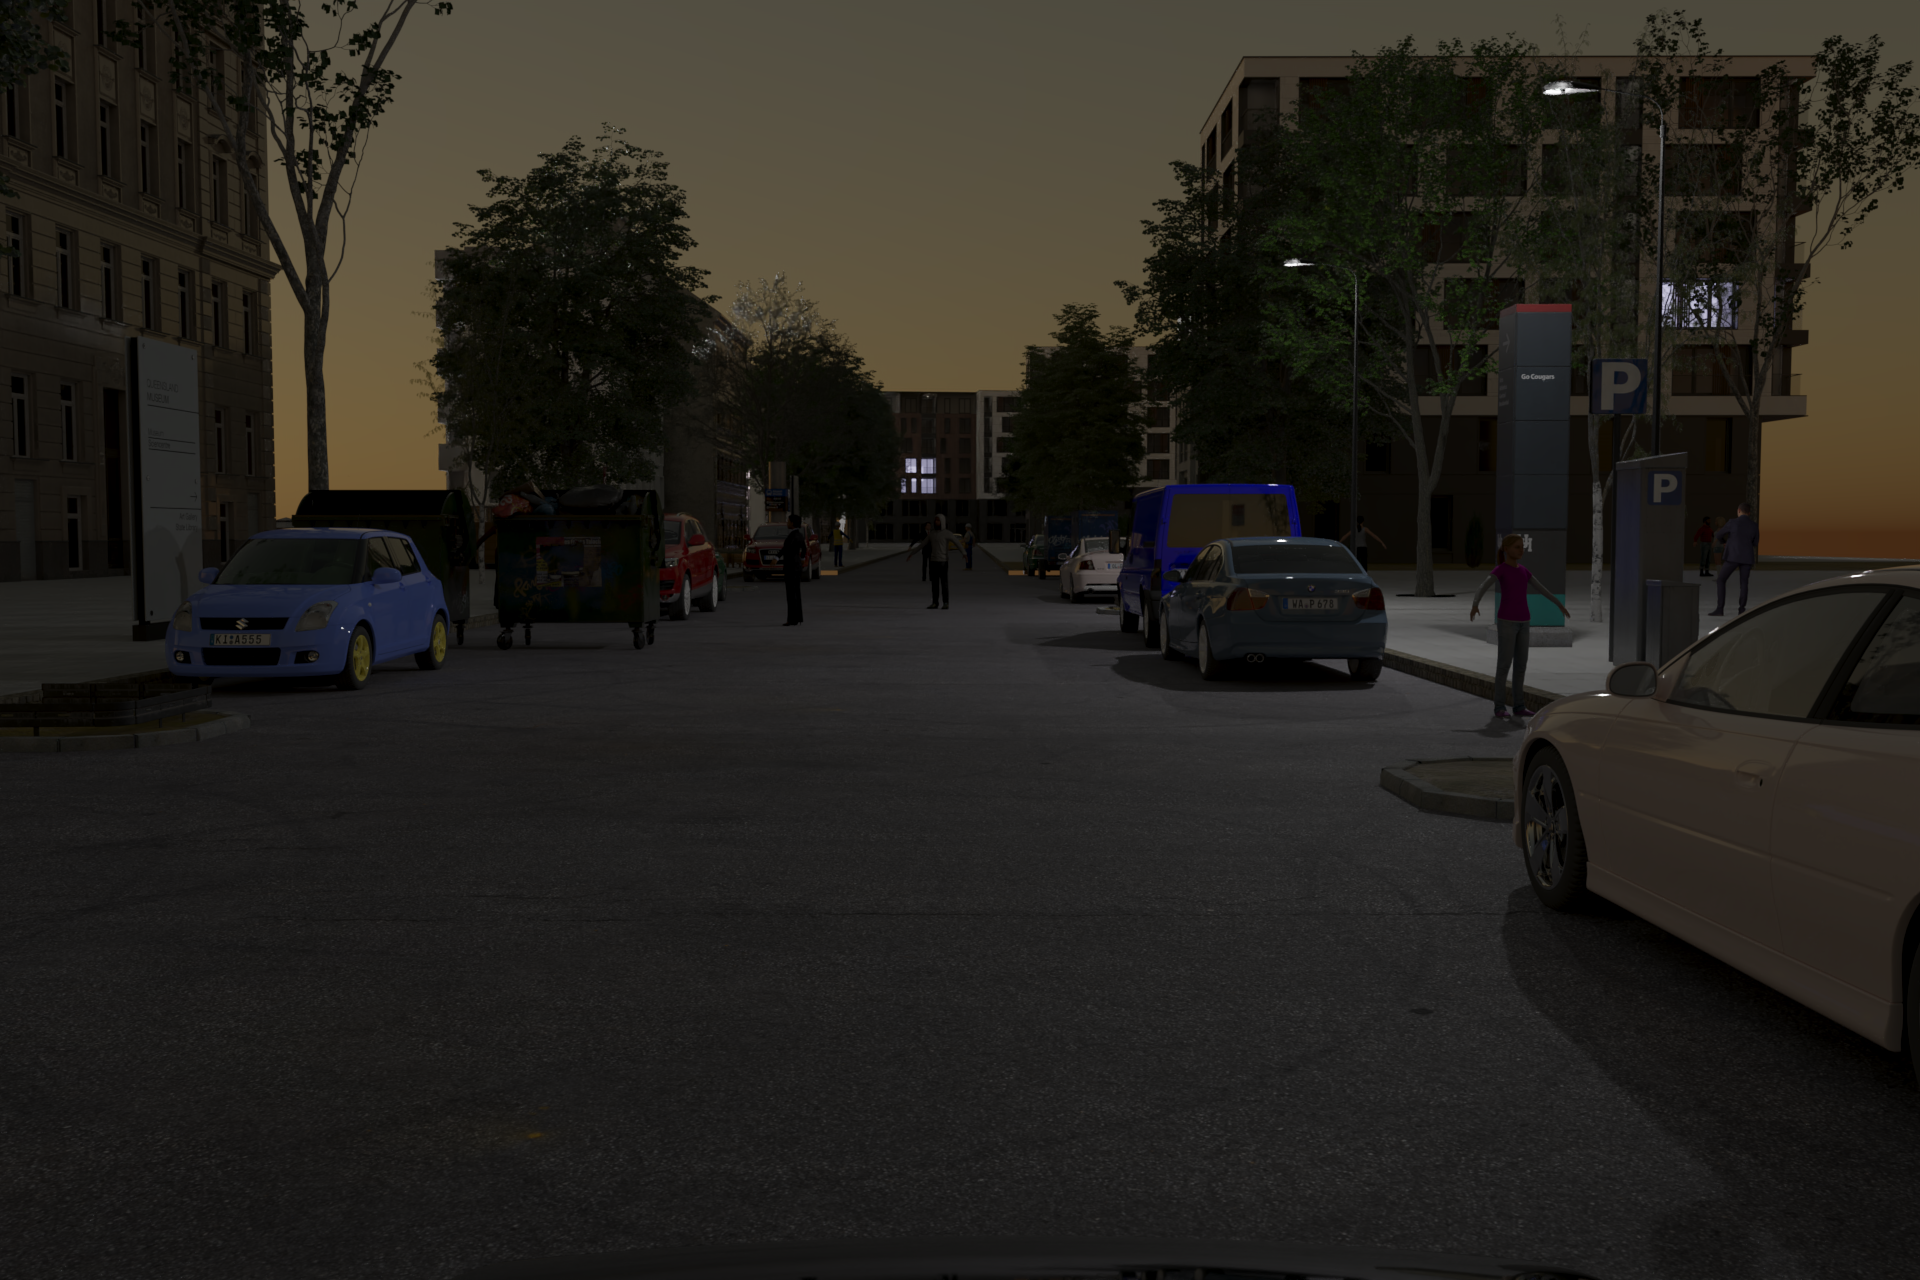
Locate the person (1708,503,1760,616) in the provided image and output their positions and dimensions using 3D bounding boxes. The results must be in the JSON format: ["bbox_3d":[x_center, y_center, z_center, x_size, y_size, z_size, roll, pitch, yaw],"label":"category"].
[{"bbox_3d":[12.082,-1.258,27.058,0.683,1.767,0.568,0,4,4],"label":"person"}]

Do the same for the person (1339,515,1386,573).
[{"bbox_3d":[9.823,-2.179,42.438,1.217,1.737,0.721,2,4,25],"label":"person"}]

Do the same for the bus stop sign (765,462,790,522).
[{"bbox_3d":[-6.649,-4.534,63.147,0.837,3.901,0.837,0,4,-1],"label":"bus stop sign"}]

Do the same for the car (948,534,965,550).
[{"bbox_3d":[-0.476,-7.766,137.196,2.015,1.641,3.980,0,4,-1],"label":"car"}]

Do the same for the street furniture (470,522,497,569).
[{"bbox_3d":[-16.132,-3.650,66.532,9.812,1.723,11.010,1,4,17],"label":"street furniture"}]

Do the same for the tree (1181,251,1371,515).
[{"bbox_3d":[12.334,-9.187,68.331,7.486,12.596,7.792,0,3,0],"label":"tree"}]

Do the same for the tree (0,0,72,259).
[{"bbox_3d":[-12.159,-6.567,14.033,9.857,13.997,8.962,0,3,0],"label":"tree"}]

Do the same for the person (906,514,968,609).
[{"bbox_3d":[-0.401,-1.493,32.995,1.348,1.813,0.705,2,4,30],"label":"person"}]

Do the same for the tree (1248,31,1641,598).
[{"bbox_3d":[9.626,-6.692,35.168,9.928,11.665,9.643,0,3,0],"label":"tree"}]

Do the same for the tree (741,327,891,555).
[{"bbox_3d":[-8.863,-12.162,105.510,9.857,13.997,8.962,0,3,0],"label":"tree"}]

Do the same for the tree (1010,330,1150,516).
[{"bbox_3d":[6.599,-10.853,95.566,7.486,12.596,7.792,0,3,0],"label":"tree"}]

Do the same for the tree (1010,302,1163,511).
[{"bbox_3d":[6.139,-10.243,85.597,7.486,12.596,7.792,0,3,0],"label":"tree"}]

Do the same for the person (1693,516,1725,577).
[{"bbox_3d":[22.507,-2.818,52.188,1.345,1.816,0.704,-2,4,-29],"label":"person"}]

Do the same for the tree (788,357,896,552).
[{"bbox_3d":[-9.292,-13.360,125.084,9.857,13.997,8.962,0,3,0],"label":"tree"}]

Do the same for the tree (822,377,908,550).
[{"bbox_3d":[-8.818,-14.323,140.839,9.857,13.997,8.962,0,3,0],"label":"tree"}]

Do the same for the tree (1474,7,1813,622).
[{"bbox_3d":[9.134,-4.576,25.174,4.360,8.622,3.978,0,3,0],"label":"tree"}]

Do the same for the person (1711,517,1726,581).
[{"bbox_3d":[20.490,-2.469,46.973,0.721,1.753,1.214,2,4,27],"label":"person"}]

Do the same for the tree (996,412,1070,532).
[{"bbox_3d":[6.836,-13.938,146.012,7.486,12.596,7.792,0,3,0],"label":"tree"}]

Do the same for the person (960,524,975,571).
[{"bbox_3d":[0.310,-3.663,68.203,0.705,1.847,1.347,2,4,28],"label":"person"}]

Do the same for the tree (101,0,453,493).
[{"bbox_3d":[-13.377,-10.731,31.342,12.611,20.169,13.585,0,3,0],"label":"tree"}]

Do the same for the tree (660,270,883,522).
[{"bbox_3d":[-8.968,-10.453,81.282,12.009,13.543,11.850,0,3,0],"label":"tree"}]

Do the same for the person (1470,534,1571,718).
[{"bbox_3d":[4.361,-0.110,13.528,0.991,1.433,0.599,-2,4,-25],"label":"person"}]

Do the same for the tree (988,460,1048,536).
[{"bbox_3d":[6.744,-13.572,156.306,8.767,10.594,7.601,-1,4,-10],"label":"tree"}]

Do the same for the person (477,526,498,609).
[{"bbox_3d":[-7.756,-1.395,29.620,1.215,1.729,0.721,0,4,3],"label":"person"}]

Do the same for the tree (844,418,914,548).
[{"bbox_3d":[-9.205,-14.968,155.090,12.009,13.543,11.850,0,3,0],"label":"tree"}]

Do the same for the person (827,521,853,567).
[{"bbox_3d":[-4.714,-3.746,67.709,1.216,1.772,0.721,2,4,30],"label":"person"}]

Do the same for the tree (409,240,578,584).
[{"bbox_3d":[-12.386,-5.728,44.017,4.360,8.622,3.978,0,3,0],"label":"tree"}]

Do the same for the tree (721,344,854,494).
[{"bbox_3d":[-9.212,-10.316,94.420,9.928,11.665,9.643,0,3,0],"label":"tree"}]

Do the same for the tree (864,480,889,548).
[{"bbox_3d":[-8.503,-13.021,163.253,4.737,8.622,4.395,0,3,0],"label":"tree"}]

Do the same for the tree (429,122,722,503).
[{"bbox_3d":[-12.442,-9.058,54.749,9.857,13.997,8.962,0,3,0],"label":"tree"}]

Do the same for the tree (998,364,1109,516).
[{"bbox_3d":[6.081,-10.970,105.108,9.928,11.665,9.643,0,3,0],"label":"tree"}]

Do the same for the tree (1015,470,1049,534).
[{"bbox_3d":[6.854,-11.517,138.661,4.360,8.622,3.978,0,3,0],"label":"tree"}]

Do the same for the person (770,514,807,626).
[{"bbox_3d":[-2.675,-1.094,27.073,0.721,1.740,1.216,1,4,17],"label":"person"}]

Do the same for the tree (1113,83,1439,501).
[{"bbox_3d":[9.379,-8.830,51.026,9.857,13.997,8.962,0,3,0],"label":"tree"}]

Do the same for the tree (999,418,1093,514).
[{"bbox_3d":[6.097,-11.254,118.419,7.601,10.594,8.767,-2,4,-26],"label":"tree"}]

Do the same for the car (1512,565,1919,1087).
[{"bbox_3d":[3.169,0.440,5.171,2.083,1.381,4.827,0,4,0],"label":"car"}]

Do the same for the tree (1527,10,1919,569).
[{"bbox_3d":[27.823,-12.709,63.681,12.611,20.169,13.585,0,3,0],"label":"tree"}]

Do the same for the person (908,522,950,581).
[{"bbox_3d":[-0.965,-2.692,52.655,1.347,1.806,0.705,-1,4,-19],"label":"person"}]
